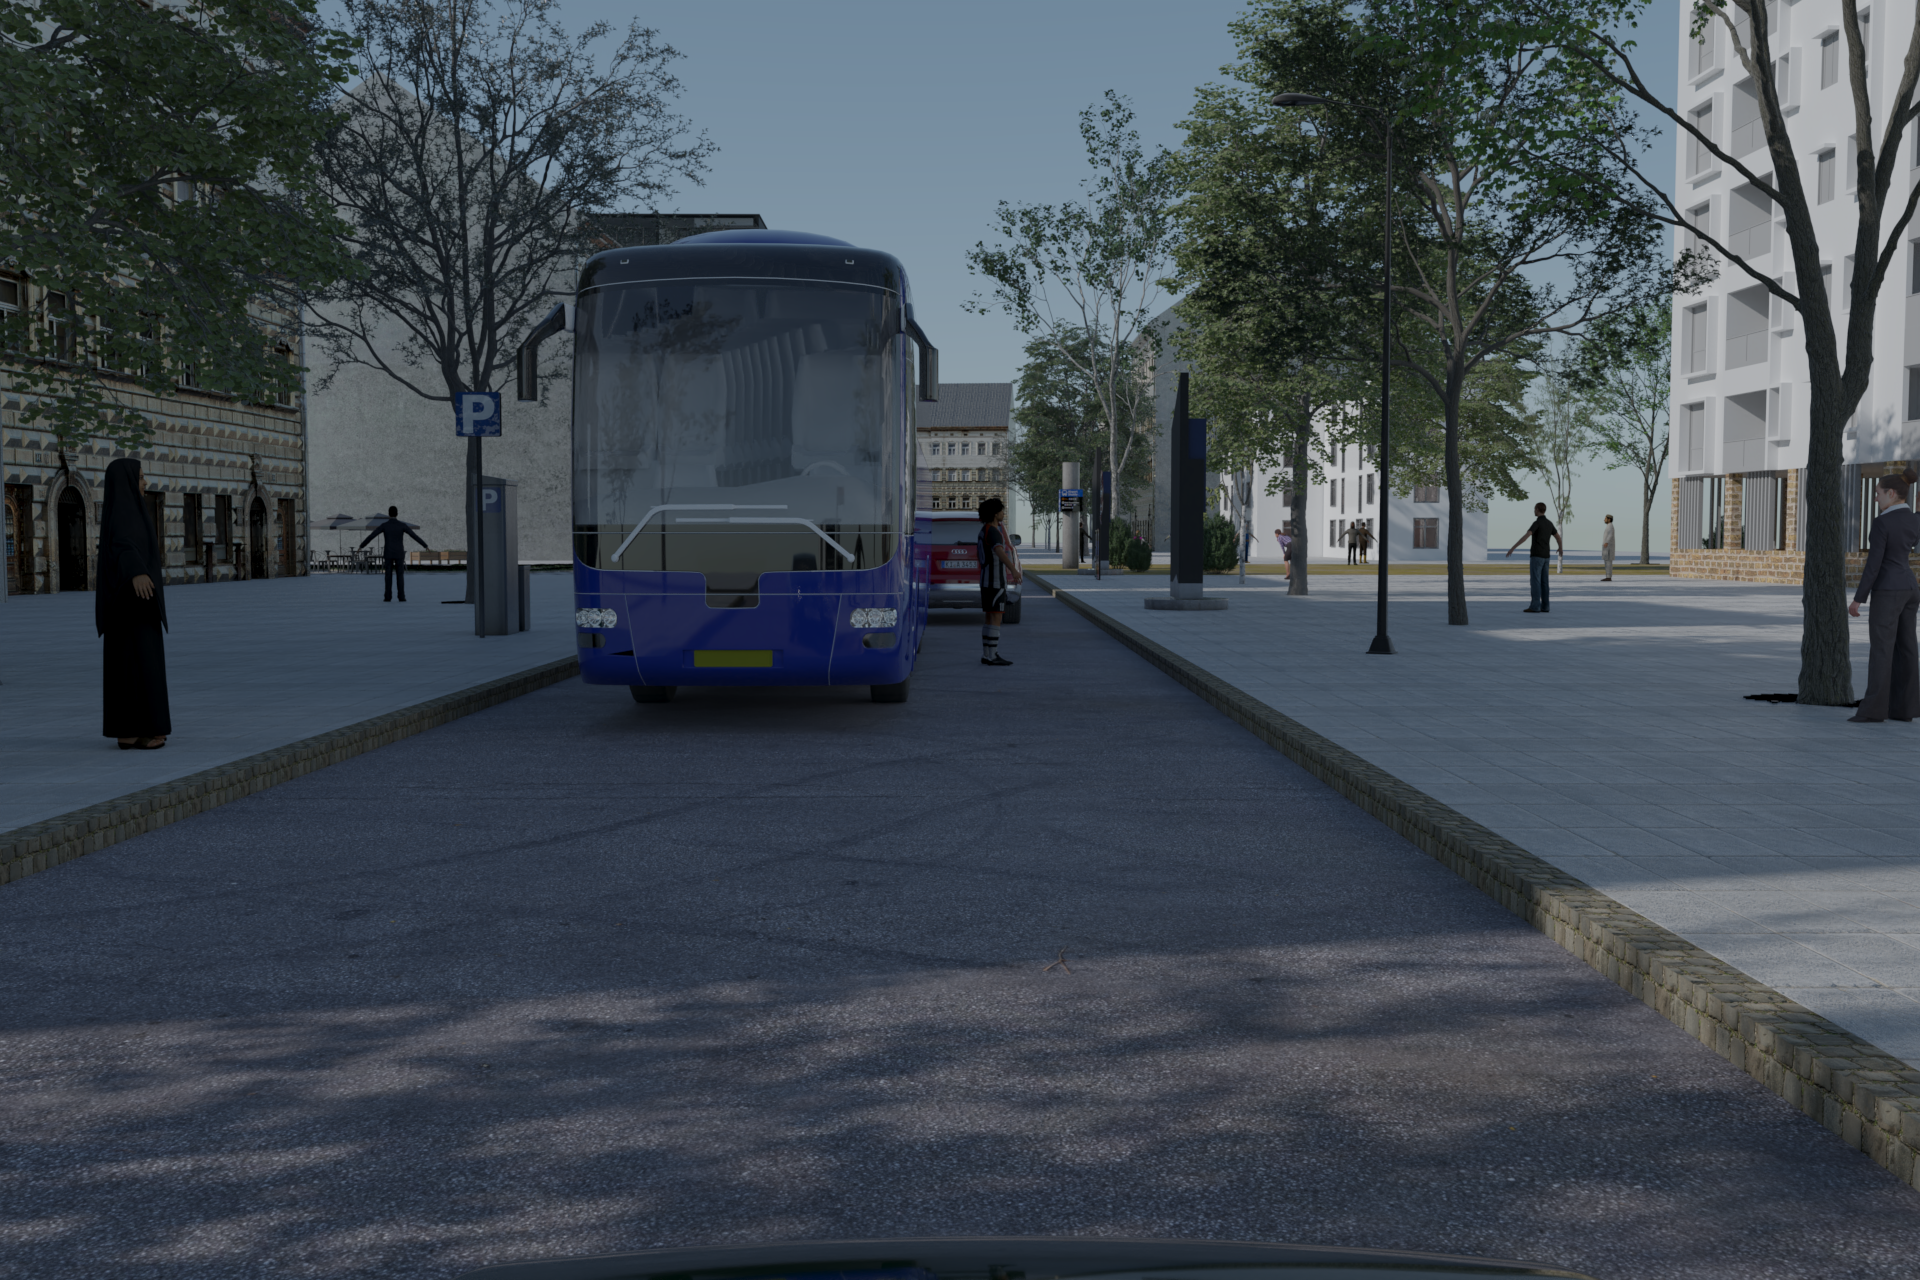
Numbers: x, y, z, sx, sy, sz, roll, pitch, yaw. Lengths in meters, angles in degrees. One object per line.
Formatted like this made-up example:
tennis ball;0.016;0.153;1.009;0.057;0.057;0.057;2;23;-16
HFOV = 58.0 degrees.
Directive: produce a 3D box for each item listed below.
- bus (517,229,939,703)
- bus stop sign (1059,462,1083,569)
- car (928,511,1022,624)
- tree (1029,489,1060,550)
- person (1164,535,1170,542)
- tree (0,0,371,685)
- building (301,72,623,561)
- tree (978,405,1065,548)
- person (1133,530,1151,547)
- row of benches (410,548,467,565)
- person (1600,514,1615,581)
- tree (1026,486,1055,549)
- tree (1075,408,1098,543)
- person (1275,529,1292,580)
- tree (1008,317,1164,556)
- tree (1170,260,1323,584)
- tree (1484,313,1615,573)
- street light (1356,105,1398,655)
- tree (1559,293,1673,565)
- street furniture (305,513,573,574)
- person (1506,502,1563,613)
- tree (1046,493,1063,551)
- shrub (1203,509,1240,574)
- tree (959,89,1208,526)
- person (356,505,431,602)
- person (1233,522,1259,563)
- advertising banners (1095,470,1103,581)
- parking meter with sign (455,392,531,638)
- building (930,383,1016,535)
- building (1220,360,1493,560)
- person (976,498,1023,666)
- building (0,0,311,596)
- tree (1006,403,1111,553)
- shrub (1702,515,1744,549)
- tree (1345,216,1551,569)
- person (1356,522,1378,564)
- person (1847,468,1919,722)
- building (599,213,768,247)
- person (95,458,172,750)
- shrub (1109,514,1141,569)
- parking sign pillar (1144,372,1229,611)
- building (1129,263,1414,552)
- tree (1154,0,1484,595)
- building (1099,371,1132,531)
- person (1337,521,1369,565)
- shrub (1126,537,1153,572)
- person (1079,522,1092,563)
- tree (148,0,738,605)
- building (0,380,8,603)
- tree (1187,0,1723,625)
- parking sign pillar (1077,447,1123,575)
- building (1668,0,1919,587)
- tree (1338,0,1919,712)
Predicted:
bus;-1.622;-1.614;17.943;2.896;3.916;12.251;0;4;0
bus stop sign;4.084;-4.571;63.751;0.837;3.901;0.837;0;3;0
car;-0.066;-1.256;29.208;2.281;1.827;5.304;0;4;-1
tree;7.043;-11.547;139.149;4.360;8.622;3.978;0;3;0
person;10.944;-4.971;87.053;1.354;1.856;0.705;-1;4;-10
tree;-8.718;-5.863;13.980;7.486;12.596;7.792;0;3;0
building;-27.481;-15.952;91.750;19.493;23.208;18.063;0;4;0
tree;6.831;-15.236;159.479;12.009;13.543;11.850;0;3;0
person;6.943;-3.544;67.217;0.991;1.433;0.599;2;4;30
row of benches;-21.432;-3.555;73.588;1.422;0.672;4.104;3;4;37
person;17.598;-2.507;47.079;0.704;1.819;1.344;1;4;18
tree;7.254;-12.032;147.088;4.360;8.622;3.978;0;3;0
tree;19.482;-24.013;248.505;12.611;20.169;13.585;0;3;0
person;9.166;-2.416;48.770;0.697;1.427;0.421;3;5;40
tree;7.131;-11.841;100.261;9.857;13.997;8.962;0;3;0
tree;7.304;-5.765;44.620;4.737;8.622;4.395;0;3;0
tree;19.971;-6.506;56.731;4.360;8.622;3.978;0;3;0
street light;5.071;-2.805;18.404;1.470;5.913;1.316;0;4;0
tree;29.085;-8.990;72.750;9.928;11.665;9.643;0;3;0
street furniture;-22.302;-3.499;62.244;27.439;1.986;14.083;1;4;9
person;9.455;-1.351;28.310;1.348;1.803;0.705;-2;4;-33
tree;6.920;-10.974;129.793;4.737;8.622;4.395;0;3;0
shrub;8.206;-3.135;55.291;1.661;2.075;1.752;0;3;0
tree;6.045;-13.513;76.831;12.611;20.169;13.585;0;3;0
person;-10.735;-1.639;32.845;1.345;1.823;0.704;-1;4;-18
person;12.525;-4.295;76.087;1.347;1.847;0.705;-2;4;-27
advertising banners;3.871;-3.183;48.223;0.090;3.025;2.074;0;4;0
parking meter with sign;-5.911;-1.583;22.135;0.543;3.016;1.738;0;4;-1
building;-1.426;-25.519;250.618;18.063;23.208;19.493;0;4;5
building;21.191;-9.512;97.663;9.099;9.664;28.070;0;3;0
person;0.387;-0.632;18.942;0.704;1.843;1.345;-1;4;-14
building;-28.794;-12.943;42.542;19.493;23.208;18.063;0;4;-1
tree;6.861;-11.183;117.256;8.767;10.594;7.601;3;5;41
shrub;27.791;-3.593;62.786;1.661;2.075;1.752;0;3;0
tree;17.724;-8.843;62.707;7.486;12.596;7.792;0;3;0
person;17.510;-4.218;75.104;0.704;1.812;1.346;-3;4;-38
person;6.417;-0.313;11.955;0.445;1.727;0.742;2;4;33
building;-23.551;-17.306;126.925;27.936;21.610;32.646;0;4;-1
person;-4.899;-0.222;10.420;0.721;1.737;1.214;-1;4;-22
shrub;5.791;-3.626;63.712;1.690;2.028;1.600;0;3;0
parking sign pillar;3.879;-2.515;29.596;1.447;3.967;1.447;0;4;0
building;23.246;-18.484;133.143;19.493;23.208;18.063;0;4;0
tree;7.442;-7.227;36.284;7.486;12.596;7.792;0;3;0
building;24.870;-21.717;185.996;19.493;23.208;18.063;0;3;0
person;16.167;-3.987;71.321;1.348;1.813;0.705;0;3;0
shrub;5.998;-2.863;57.935;1.383;1.207;1.383;0;3;0
person;5.356;-4.320;76.825;1.347;1.806;0.705;3;4;39
tree;-9.029;-7.423;31.735;12.009;13.543;11.850;0;3;0
building;-26.136;-9.151;16.084;16.747;18.905;31.486;0;4;0
tree;6.707;-5.493;24.219;7.601;10.594;8.767;0;4;3
parking sign pillar;4.406;-4.022;54.235;1.447;3.967;1.447;0;4;-1
building;26.091;-11.786;49.114;16.016;20.090;11.380;0;4;0
tree;6.622;-5.330;12.897;9.928;11.665;9.643;0;3;0
